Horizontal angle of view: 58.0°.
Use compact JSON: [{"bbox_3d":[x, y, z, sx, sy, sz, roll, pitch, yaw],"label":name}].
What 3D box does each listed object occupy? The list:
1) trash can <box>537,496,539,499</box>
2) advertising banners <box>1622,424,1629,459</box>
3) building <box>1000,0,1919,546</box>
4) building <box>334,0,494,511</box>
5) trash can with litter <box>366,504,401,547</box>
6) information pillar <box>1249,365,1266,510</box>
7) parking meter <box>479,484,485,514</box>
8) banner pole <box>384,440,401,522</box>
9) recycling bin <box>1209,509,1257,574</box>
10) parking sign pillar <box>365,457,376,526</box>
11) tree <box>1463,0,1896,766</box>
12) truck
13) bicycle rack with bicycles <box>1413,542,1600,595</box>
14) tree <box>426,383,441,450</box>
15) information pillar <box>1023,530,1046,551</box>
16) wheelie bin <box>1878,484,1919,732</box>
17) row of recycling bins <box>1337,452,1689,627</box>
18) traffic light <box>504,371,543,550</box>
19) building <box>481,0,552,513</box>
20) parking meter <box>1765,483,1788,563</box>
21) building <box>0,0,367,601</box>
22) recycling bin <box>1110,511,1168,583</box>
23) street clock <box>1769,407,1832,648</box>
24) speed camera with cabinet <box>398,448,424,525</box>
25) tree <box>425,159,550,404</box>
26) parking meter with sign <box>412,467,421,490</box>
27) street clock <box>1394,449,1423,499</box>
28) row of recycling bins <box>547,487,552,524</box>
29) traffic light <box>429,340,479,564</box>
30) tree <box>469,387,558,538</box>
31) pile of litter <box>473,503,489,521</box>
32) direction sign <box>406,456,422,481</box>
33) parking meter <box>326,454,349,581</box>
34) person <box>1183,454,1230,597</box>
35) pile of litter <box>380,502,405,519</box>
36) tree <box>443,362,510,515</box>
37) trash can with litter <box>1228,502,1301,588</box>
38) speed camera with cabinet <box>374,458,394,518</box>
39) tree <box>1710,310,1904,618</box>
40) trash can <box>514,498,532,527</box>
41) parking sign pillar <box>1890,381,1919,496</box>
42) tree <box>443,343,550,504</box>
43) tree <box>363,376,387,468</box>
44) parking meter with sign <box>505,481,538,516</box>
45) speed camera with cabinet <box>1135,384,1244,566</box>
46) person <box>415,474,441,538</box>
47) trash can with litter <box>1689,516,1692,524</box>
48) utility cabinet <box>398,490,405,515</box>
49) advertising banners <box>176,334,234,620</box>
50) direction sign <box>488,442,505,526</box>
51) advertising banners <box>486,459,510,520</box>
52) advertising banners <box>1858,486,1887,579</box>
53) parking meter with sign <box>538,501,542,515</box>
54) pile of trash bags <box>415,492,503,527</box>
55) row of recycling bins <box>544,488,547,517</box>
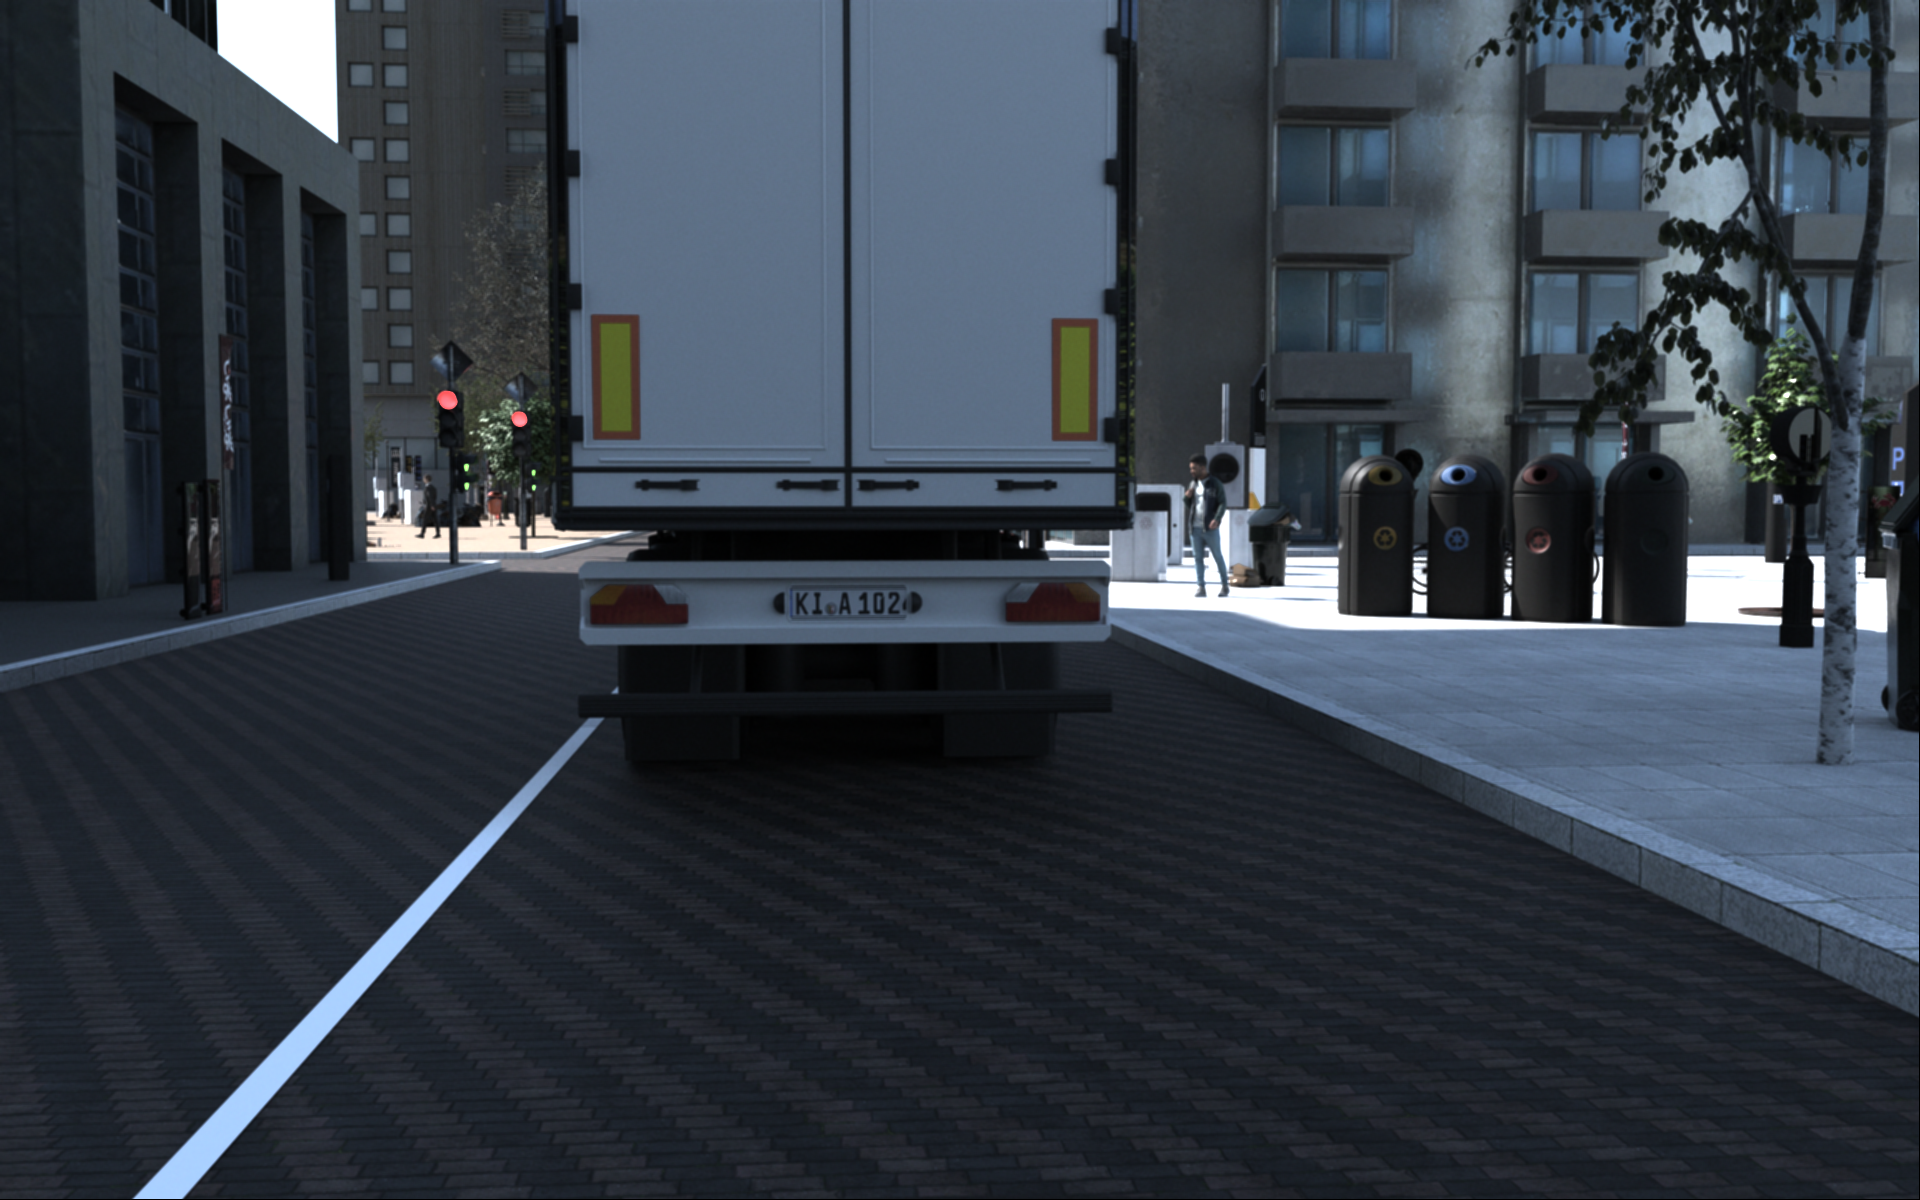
[{"bbox_3d":[-27.058,-6.004,109.815,0.748,1.137,0.748,0,3,0],"label":"trash can"},{"bbox_3d":[10.536,-1.890,27.095,0.090,3.025,2.074,2,4,32],"label":"advertising banners"},{"bbox_3d":[14.645,-26.457,52.188,30.456,49.044,23.786,0,4,-5],"label":"building"},{"bbox_3d":[-33.370,-33.728,140.689,28.713,52.752,27.495,0,4,-5],"label":"building"},{"bbox_3d":[-15.037,-1.925,42.527,2.233,1.210,1.678,1,4,21],"label":"trash can with litter"},{"bbox_3d":[5.381,-2.443,31.290,0.183,3.616,0.504,3,4,36],"label":"information pillar"},{"bbox_3d":[-28.677,-6.013,104.019,0.255,1.863,0.399,0,4,0],"label":"parking meter"},{"bbox_3d":[-26.517,-5.563,80.980,0.863,3.779,0.401,-2,4,-33],"label":"banner pole"},{"bbox_3d":[4.520,-0.950,28.091,0.722,1.027,0.722,-1,4,-19],"label":"recycling bin"},{"bbox_3d":[-24.683,-5.036,70.813,1.447,3.967,1.447,0,4,-3],"label":"parking sign pillar"},{"bbox_3d":[4.002,-3.535,8.160,4.360,8.622,3.978,0,3,0],"label":"tree"},{"bbox_3d":[-0.935,-1.454,12.683,2.839,4.237,11.283,0,4,-5],"label":"truck"},{"bbox_3d":[7.035,-0.590,23.027,2.925,0.926,2.852,0,4,-1],"label":"bicycle rack with bicycles"},{"bbox_3d":[-25.482,-8.549,90.130,4.737,8.622,4.395,0,3,0],"label":"tree"},{"bbox_3d":[1.123,-1.329,26.228,0.304,2.012,0.304,-1,4,-9],"label":"information pillar"},{"bbox_3d":[5.464,-0.099,9.530,0.693,1.594,0.980,1,4,21],"label":"wheelie bin"},{"bbox_3d":[5.604,-0.654,17.804,3.534,1.692,1.069,2,4,31],"label":"row of recycling bins"},{"bbox_3d":[-9.997,-3.101,39.630,0.839,4.253,0.868,0,4,-5],"label":"traffic light"},{"bbox_3d":[-24.887,-26.751,120.976,14.154,41.232,14.086,0,4,-5],"label":"building"},{"bbox_3d":[15.208,-1.458,32.248,0.372,1.533,0.369,0,3,0],"label":"parking meter"},{"bbox_3d":[-25.970,-43.175,18.585,31.000,86.520,22.319,0,4,-5],"label":"building"},{"bbox_3d":[2.625,-0.787,25.419,0.722,1.027,0.722,1,4,18],"label":"recycling bin"},{"bbox_3d":[7.021,-0.606,14.480,0.471,2.002,0.358,-1,4,-14],"label":"street clock"},{"bbox_3d":[-23.300,-4.842,73.498,0.660,3.252,2.038,-2,4,-31],"label":"speed camera with cabinet"},{"bbox_3d":[-12.918,-9.171,60.310,12.009,13.543,11.850,0,3,0],"label":"tree"},{"bbox_3d":[-34.609,-6.983,110.427,0.543,3.016,1.738,0,4,-6],"label":"parking meter with sign"},{"bbox_3d":[7.188,-1.423,27.843,0.471,2.002,0.358,1,4,12],"label":"street clock"},{"bbox_3d":[-15.986,-4.169,75.281,3.534,1.692,1.069,-1,4,-10],"label":"row of recycling bins"},{"bbox_3d":[-9.269,-2.615,31.678,0.839,4.253,0.868,0,4,-5],"label":"traffic light"},{"bbox_3d":[-12.651,-4.108,50.872,4.285,4.588,4.351,0,3,0],"label":"tree"},{"bbox_3d":[-23.374,-4.285,84.022,1.719,0.858,1.176,0,4,-3],"label":"pile of litter"},{"bbox_3d":[-32.212,-6.737,102.153,0.876,3.537,0.379,-1,4,-8],"label":"direction sign"},{"bbox_3d":[-9.270,-1.229,25.799,0.255,1.863,0.399,-2,4,-27],"label":"parking meter"},{"bbox_3d":[3.053,-0.929,21.581,0.623,1.781,0.721,2,4,29],"label":"person"},{"bbox_3d":[-29.361,-4.663,90.208,1.719,0.858,1.176,-2,4,-28],"label":"pile of litter"},{"bbox_3d":[-26.429,-8.966,96.962,4.360,8.622,3.978,0,3,0],"label":"tree"},{"bbox_3d":[4.184,-0.771,23.986,1.055,1.170,0.624,-3,5,-45],"label":"trash can with litter"},{"bbox_3d":[-31.669,-6.169,95.196,0.660,3.252,2.038,-2,4,-32],"label":"speed camera with cabinet"},{"bbox_3d":[8.767,-1.458,18.444,1.663,3.219,1.824,0,3,0],"label":"tree"},{"bbox_3d":[-17.005,-3.411,67.420,0.748,1.137,0.748,0,3,0],"label":"trash can"},{"bbox_3d":[17.501,-2.613,31.191,1.447,3.967,1.447,0,4,-6],"label":"parking sign pillar"},{"bbox_3d":[-20.581,-7.942,80.209,4.737,8.622,4.395,0,3,0],"label":"tree"},{"bbox_3d":[-37.198,-9.497,105.645,4.737,8.622,4.395,0,3,0],"label":"tree"},{"bbox_3d":[-25.728,-6.420,101.235,1.738,3.016,0.543,-1,4,-14],"label":"parking meter with sign"},{"bbox_3d":[4.054,-2.247,31.078,2.038,3.252,0.660,1,4,12],"label":"speed camera with cabinet"},{"bbox_3d":[-15.429,-2.715,50.204,0.755,1.850,0.659,1,4,9],"label":"person"},{"bbox_3d":[11.777,-1.095,29.296,1.055,1.170,0.624,-1,4,-22],"label":"trash can with litter"},{"bbox_3d":[-32.080,-5.601,100.257,0.318,1.500,1.173,0,4,8],"label":"utility cabinet"},{"bbox_3d":[-7.995,-1.362,18.457,0.090,3.025,2.074,0,4,-8],"label":"advertising banners"},{"bbox_3d":[-18.563,-4.763,69.872,0.876,3.537,0.379,-1,4,-21],"label":"direction sign"},{"bbox_3d":[-23.118,-5.530,86.599,2.074,3.025,0.090,3,5,44],"label":"advertising banners"},{"bbox_3d":[14.694,-1.825,26.028,2.074,3.025,0.090,1,4,16],"label":"advertising banners"},{"bbox_3d":[-26.661,-6.821,107.778,1.738,3.016,0.543,3,5,43],"label":"parking meter with sign"},{"bbox_3d":[-19.473,-3.553,67.851,1.912,1.369,3.447,3,5,43],"label":"pile of trash bags"},{"bbox_3d":[-21.483,-5.411,95.576,3.534,1.692,1.069,2,4,25],"label":"row of recycling bins"}]
